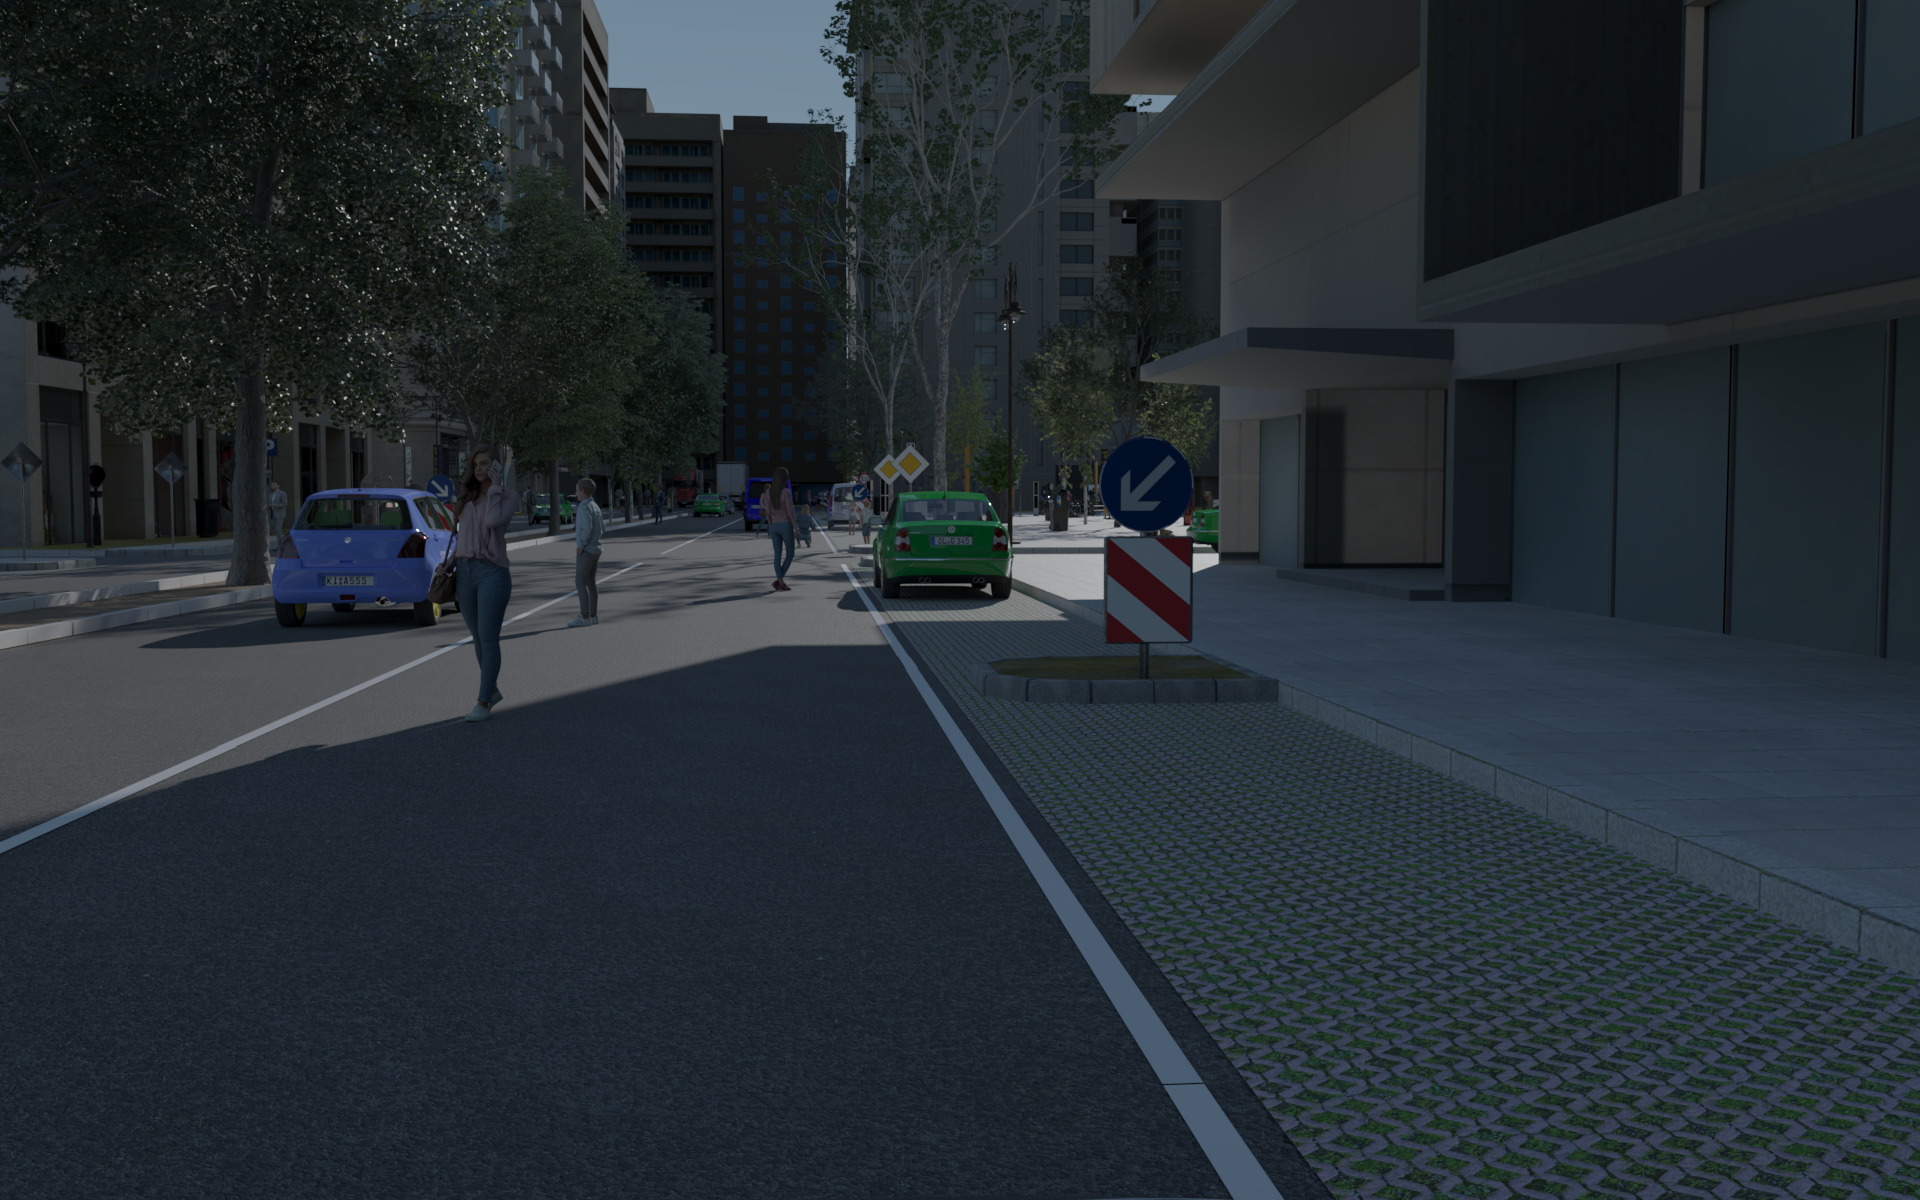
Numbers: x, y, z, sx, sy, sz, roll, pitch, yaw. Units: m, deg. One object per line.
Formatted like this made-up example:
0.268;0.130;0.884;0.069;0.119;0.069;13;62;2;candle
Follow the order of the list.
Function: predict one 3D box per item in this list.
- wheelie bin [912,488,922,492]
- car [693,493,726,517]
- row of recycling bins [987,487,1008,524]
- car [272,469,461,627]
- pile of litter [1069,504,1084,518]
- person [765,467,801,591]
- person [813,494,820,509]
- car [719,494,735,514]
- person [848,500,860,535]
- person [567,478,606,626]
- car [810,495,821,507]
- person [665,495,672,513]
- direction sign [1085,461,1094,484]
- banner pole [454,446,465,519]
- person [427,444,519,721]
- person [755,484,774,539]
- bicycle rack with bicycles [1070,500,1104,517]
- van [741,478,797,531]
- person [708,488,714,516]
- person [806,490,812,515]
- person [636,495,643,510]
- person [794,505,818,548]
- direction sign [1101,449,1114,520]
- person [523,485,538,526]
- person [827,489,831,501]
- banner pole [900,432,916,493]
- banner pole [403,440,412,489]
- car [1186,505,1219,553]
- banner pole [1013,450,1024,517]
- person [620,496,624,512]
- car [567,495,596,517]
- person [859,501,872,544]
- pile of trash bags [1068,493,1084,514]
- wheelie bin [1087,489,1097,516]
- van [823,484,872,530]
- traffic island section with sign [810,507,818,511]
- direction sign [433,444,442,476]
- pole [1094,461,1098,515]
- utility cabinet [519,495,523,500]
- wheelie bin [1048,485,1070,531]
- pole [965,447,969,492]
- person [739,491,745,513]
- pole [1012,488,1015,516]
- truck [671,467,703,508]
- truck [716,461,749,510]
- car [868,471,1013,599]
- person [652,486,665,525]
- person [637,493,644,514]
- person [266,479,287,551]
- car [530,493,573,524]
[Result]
-2.282;-5.043;90.359;0.693;1.594;0.980;-3;5;-42;wheelie bin
-15.621;-6.063;107.920;1.959;1.807;4.718;0;4;-4;car
1.676;-4.262;76.801;1.069;1.692;3.534;0;4;0;row of recycling bins
-6.675;-0.641;20.074;1.945;1.707;3.694;0;4;-7;car
6.135;-4.878;93.724;1.176;0.858;1.719;0;4;-1;pile of litter
-2.610;-1.046;25.610;0.555;1.821;0.388;1;4;21;person
-12.463;-8.496;150.640;0.697;1.427;0.421;2;4;35;person
-16.968;-6.779;122.831;2.014;1.417;4.499;0;4;-4;car
-3.642;-2.837;59.906;0.505;1.210;0.382;1;4;17;person
-4.094;-0.533;19.023;0.330;1.601;0.589;1;4;16;person
-14.573;-10.031;176.582;1.945;1.354;3.894;0;4;-4;car
-22.179;-7.502;131.873;0.721;1.735;1.217;2;4;26;person
8.787;-7.682;117.597;0.379;3.537;0.876;-3;4;-38;direction sign
-26.119;-6.145;90.492;0.863;3.779;0.401;2;4;30;banner pole
-3.058;-0.125;11.138;0.593;1.750;0.643;1;4;22;person
-6.289;-2.861;55.861;0.643;1.750;0.593;3;5;40;person
6.984;-5.250;99.225;2.852;0.926;2.925;2;4;28;bicycle rack with bicycles
-7.548;-3.920;68.476;2.240;2.365;5.245;0;4;-6;van
-16.082;-6.317;111.556;0.659;1.850;0.755;1;4;10;person
-10.472;-6.842;121.083;0.721;1.743;1.217;0;4;2;person
-28.613;-8.924;154.280;0.709;1.838;0.599;1;4;16;person
-4.298;-1.989;46.511;1.012;1.151;0.738;-1;4;-10;person
7.499;-5.797;86.781;0.876;3.537;0.379;1;4;12;direction sign
-19.351;-4.248;78.056;0.679;1.850;0.850;0;4;-3;person
-10.556;-8.044;140.028;0.705;1.823;1.348;-1;4;-21;person
-2.128;-4.874;69.699;0.863;3.779;0.401;-1;4;-20;banner pole
-25.544;-5.505;80.028;0.863;3.779;0.401;3;5;43;banner pole
7.714;-1.951;40.700;4.718;1.807;1.959;0;4;-4;car
3.267;-6.576;97.529;0.401;3.779;0.863;3;4;38;banner pole
-26.362;-7.596;135.887;0.628;1.438;0.799;0;4;1;person
-21.224;-5.164;96.428;2.014;1.417;4.499;0;4;-6;car
-2.499;-1.993;45.776;0.332;1.250;0.352;1;4;14;person
7.544;-6.452;115.235;1.912;1.369;3.447;-1;4;-13;pile of trash bags
7.724;-5.770;102.254;0.693;1.594;0.980;0;4;8;wheelie bin
-4.583;-3.896;70.715;2.013;2.044;4.112;0;4;-5;van
-13.865;-9.980;171.806;1.989;1.847;2.006;0;4;-5;traffic island section with sign
-23.955;-5.350;79.466;0.379;3.537;0.876;0;4;5;direction sign
8.504;-7.002;108.326;0.158;3.312;0.155;0;3;0;pole
-28.702;-6.439;113.950;0.318;1.500;1.173;0;4;-2;utility cabinet
3.451;-3.194;60.125;0.693;1.594;0.980;-1;4;-14;wheelie bin
0.308;-4.979;75.246;0.158;3.312;0.155;0;3;0;pole
-16.706;-7.533;133.135;0.593;1.643;0.415;-1;4;-13;person
3.172;-6.685;103.149;0.158;3.312;0.155;0;3;0;pole
-28.915;-11.939;184.119;2.839;4.237;11.283;0;4;-4;truck
-20.142;-10.132;154.566;2.839;4.237;11.283;0;4;-4;truck
-0.320;-0.994;25.044;1.959;1.807;4.718;0;4;-5;car
-14.103;-4.434;81.174;0.721;1.800;0.419;3;5;43;person
-23.418;-7.257;126.776;0.705;1.869;1.348;-2;4;-24;person
-17.198;-2.126;43.454;0.606;1.804;0.583;2;4;24;person
-19.823;-4.591;83.864;1.959;1.807;4.718;0;4;-7;car
